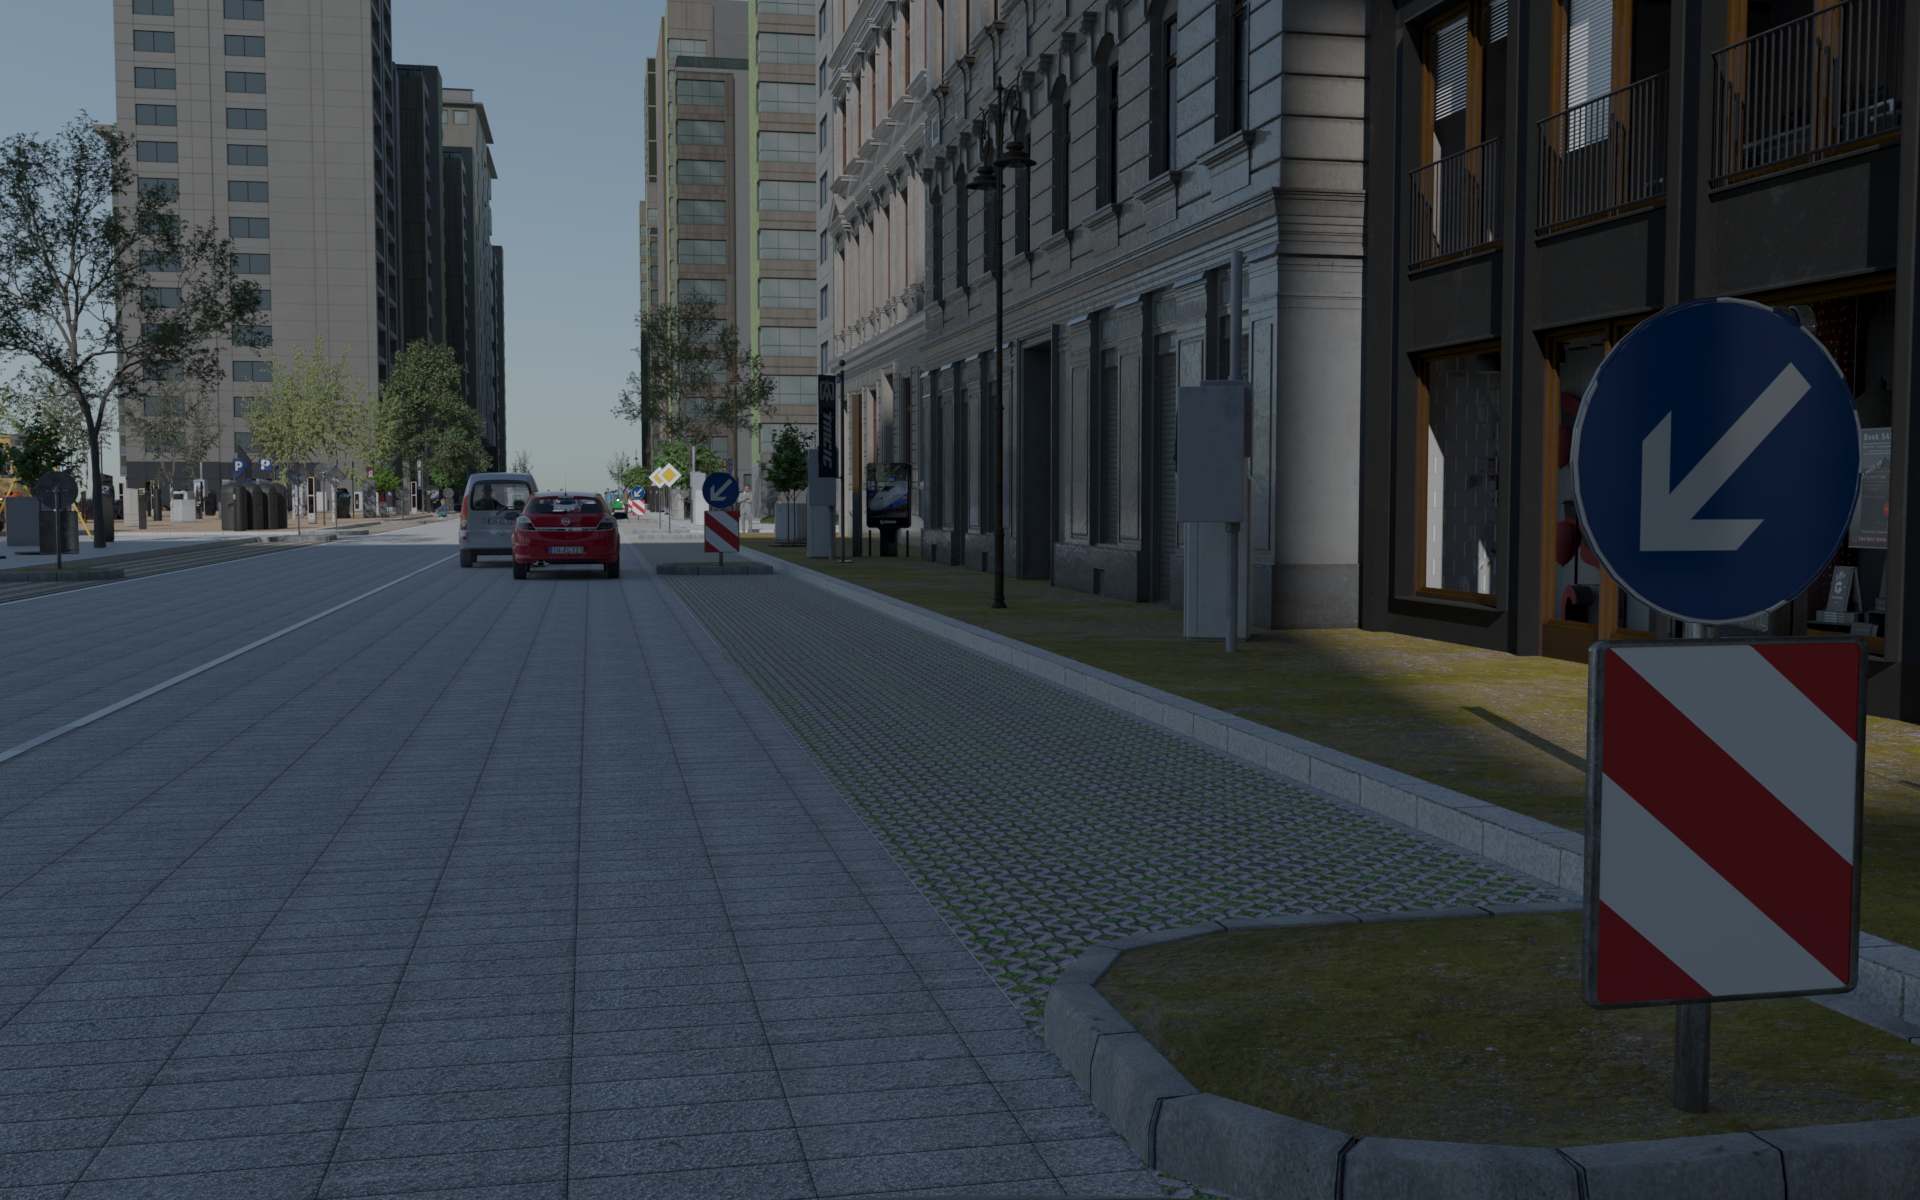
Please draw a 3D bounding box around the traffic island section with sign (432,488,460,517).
[{"bbox_3d":[-32.393,-6.190,109.835,1.989,1.847,2.006,-1,4,-12],"label":"traffic island section with sign"}]

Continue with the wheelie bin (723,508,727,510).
[{"bbox_3d":[-14.724,-6.076,107.247,0.980,1.594,0.693,0,4,0],"label":"wheelie bin"}]

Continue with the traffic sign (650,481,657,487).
[{"bbox_3d":[-21.552,-7.513,122.847,0.884,2.594,0.081,0,4,-5],"label":"traffic sign"}]

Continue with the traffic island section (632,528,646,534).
[{"bbox_3d":[-10.956,-2.515,63.400,2.009,0.180,2.903,-1,4,-12],"label":"traffic island section"}]

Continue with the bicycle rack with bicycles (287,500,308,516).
[{"bbox_3d":[-39.101,-5.338,100.662,2.852,0.926,2.925,-2,4,-32],"label":"bicycle rack with bicycles"}]

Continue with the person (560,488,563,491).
[{"bbox_3d":[-27.896,-6.906,121.423,0.388,1.821,0.555,2,4,23],"label":"person"}]

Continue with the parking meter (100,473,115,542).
[{"bbox_3d":[-22.841,-2.486,46.363,0.399,1.863,0.255,-1,4,-21],"label":"parking meter"}]

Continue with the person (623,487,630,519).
[{"bbox_3d":[-18.872,-5.470,97.850,0.656,1.842,0.836,2,4,32],"label":"person"}]

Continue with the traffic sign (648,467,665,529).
[{"bbox_3d":[-10.977,-3.650,63.318,0.795,2.450,0.064,-1,4,-12],"label":"traffic sign"}]

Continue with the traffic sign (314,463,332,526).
[{"bbox_3d":[-25.932,-4.311,70.591,0.768,2.556,0.104,0,4,-5],"label":"traffic sign"}]

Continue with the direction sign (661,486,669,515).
[{"bbox_3d":[-20.833,-7.914,121.396,0.379,3.537,0.876,-2,4,-28],"label":"direction sign"}]

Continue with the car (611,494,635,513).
[{"bbox_3d":[-26.096,-7.660,134.034,1.959,1.807,4.718,-1,4,-12],"label":"car"}]

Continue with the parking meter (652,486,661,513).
[{"bbox_3d":[-20.920,-6.998,120.128,0.399,1.863,0.255,3,5,39],"label":"parking meter"}]

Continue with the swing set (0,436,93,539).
[{"bbox_3d":[-25.943,-3.059,47.632,2.862,2.851,3.119,0,4,-8],"label":"swing set"}]

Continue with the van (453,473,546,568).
[{"bbox_3d":[-9.286,-1.727,35.243,2.013,2.044,4.112,-1,4,-14],"label":"van"}]

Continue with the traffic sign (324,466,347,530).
[{"bbox_3d":[-21.980,-3.509,61.008,0.795,2.450,0.064,-1,4,-12],"label":"traffic sign"}]

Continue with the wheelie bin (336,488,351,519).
[{"bbox_3d":[-32.302,-5.057,90.596,0.980,1.594,0.693,1,4,22],"label":"wheelie bin"}]

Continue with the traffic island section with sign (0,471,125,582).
[{"bbox_3d":[-15.199,-1.245,28.987,1.989,1.847,2.006,-1,4,-12],"label":"traffic island section with sign"}]

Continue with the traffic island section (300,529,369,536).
[{"bbox_3d":[-22.002,-2.372,61.065,2.009,0.180,2.903,-1,4,-12],"label":"traffic island section"}]

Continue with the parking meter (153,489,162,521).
[{"bbox_3d":[-38.162,-4.523,82.355,0.372,1.533,0.369,0,3,0],"label":"parking meter"}]

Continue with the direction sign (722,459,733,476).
[{"bbox_3d":[-14.866,-7.260,110.705,0.876,3.537,0.379,2,4,35],"label":"direction sign"}]

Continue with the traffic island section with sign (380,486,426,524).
[{"bbox_3d":[-26.656,-4.545,82.934,1.989,1.847,2.006,-1,4,-12],"label":"traffic island section with sign"}]

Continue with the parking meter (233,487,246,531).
[{"bbox_3d":[-24.769,-3.127,59.533,0.372,1.533,0.369,0,3,0],"label":"parking meter"}]

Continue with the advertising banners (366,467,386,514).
[{"bbox_3d":[-37.808,-7.171,113.430,2.074,3.025,0.090,-2,4,-29],"label":"advertising banners"}]

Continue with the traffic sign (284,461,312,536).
[{"bbox_3d":[-20.320,-3.031,53.197,0.795,2.450,0.064,-1,4,-12],"label":"traffic sign"}]

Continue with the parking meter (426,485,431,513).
[{"bbox_3d":[-36.058,-6.838,117.516,0.255,1.863,0.399,-1,4,-17],"label":"parking meter"}]

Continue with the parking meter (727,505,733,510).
[{"bbox_3d":[-13.128,-5.539,98.971,0.372,1.533,0.369,0,3,0],"label":"parking meter"}]

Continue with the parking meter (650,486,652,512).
[{"bbox_3d":[-21.494,-7.052,121.013,0.255,1.863,0.399,-2,4,-32],"label":"parking meter"}]

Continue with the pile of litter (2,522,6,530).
[{"bbox_3d":[-35.881,-3.228,66.749,1.719,0.858,1.176,-2,4,-35],"label":"pile of litter"}]

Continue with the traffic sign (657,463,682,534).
[{"bbox_3d":[-9.316,-3.172,55.507,0.795,2.450,0.064,-1,4,-12],"label":"traffic sign"}]

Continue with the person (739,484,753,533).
[{"bbox_3d":[-7.536,-3.198,60.972,0.511,1.800,0.466,0,4,-7],"label":"person"}]

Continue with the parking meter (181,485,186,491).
[{"bbox_3d":[-48.557,-6.276,108.315,0.255,1.863,0.399,-1,4,-18],"label":"parking meter"}]

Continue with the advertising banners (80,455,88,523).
[{"bbox_3d":[-39.245,-4.981,77.634,0.090,3.025,2.074,-2,4,-35],"label":"advertising banners"}]

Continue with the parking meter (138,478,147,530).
[{"bbox_3d":[-29.595,-3.484,62.678,0.255,1.863,0.399,-2,4,-24],"label":"parking meter"}]

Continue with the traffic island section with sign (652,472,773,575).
[{"bbox_3d":[-4.485,-1.390,31.353,1.989,1.847,2.006,-1,4,-12],"label":"traffic island section with sign"}]

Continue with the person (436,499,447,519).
[{"bbox_3d":[-30.001,-5.262,100.027,0.738,1.151,1.012,0,4,4],"label":"person"}]

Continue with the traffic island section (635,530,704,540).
[{"bbox_3d":[-9.295,-2.037,55.589,2.009,0.180,2.903,-1,4,-12],"label":"traffic island section"}]

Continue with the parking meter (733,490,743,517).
[{"bbox_3d":[-12.224,-5.367,96.158,0.372,1.533,0.369,0,3,0],"label":"parking meter"}]

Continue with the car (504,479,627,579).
[{"bbox_3d":[-6.979,-1.325,30.697,2.155,1.783,4.494,-1,4,-13],"label":"car"}]

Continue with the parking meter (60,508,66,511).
[{"bbox_3d":[-41.160,-4.336,79.307,0.372,1.533,0.369,0,3,0],"label":"parking meter"}]

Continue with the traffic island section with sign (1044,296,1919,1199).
[{"bbox_3d":[1.279,0.268,4.250,1.989,1.847,2.006,-1,4,-12],"label":"traffic island section with sign"}]

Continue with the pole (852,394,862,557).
[{"bbox_3d":[-2.106,-2.546,35.474,0.158,3.312,0.155,0,3,0],"label":"pole"}]

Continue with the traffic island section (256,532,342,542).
[{"bbox_3d":[-20.341,-1.894,53.254,2.009,0.180,2.903,-1,4,-12],"label":"traffic island section"}]

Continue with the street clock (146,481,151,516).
[{"bbox_3d":[-46.615,-5.808,99.529,0.471,2.002,0.358,-1,4,-22],"label":"street clock"}]

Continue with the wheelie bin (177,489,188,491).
[{"bbox_3d":[-50.497,-6.403,112.598,0.980,1.594,0.693,-1,4,-18],"label":"wheelie bin"}]

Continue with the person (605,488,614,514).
[{"bbox_3d":[-20.817,-5.746,102.786,0.601,1.785,0.444,3,4,38],"label":"person"}]
